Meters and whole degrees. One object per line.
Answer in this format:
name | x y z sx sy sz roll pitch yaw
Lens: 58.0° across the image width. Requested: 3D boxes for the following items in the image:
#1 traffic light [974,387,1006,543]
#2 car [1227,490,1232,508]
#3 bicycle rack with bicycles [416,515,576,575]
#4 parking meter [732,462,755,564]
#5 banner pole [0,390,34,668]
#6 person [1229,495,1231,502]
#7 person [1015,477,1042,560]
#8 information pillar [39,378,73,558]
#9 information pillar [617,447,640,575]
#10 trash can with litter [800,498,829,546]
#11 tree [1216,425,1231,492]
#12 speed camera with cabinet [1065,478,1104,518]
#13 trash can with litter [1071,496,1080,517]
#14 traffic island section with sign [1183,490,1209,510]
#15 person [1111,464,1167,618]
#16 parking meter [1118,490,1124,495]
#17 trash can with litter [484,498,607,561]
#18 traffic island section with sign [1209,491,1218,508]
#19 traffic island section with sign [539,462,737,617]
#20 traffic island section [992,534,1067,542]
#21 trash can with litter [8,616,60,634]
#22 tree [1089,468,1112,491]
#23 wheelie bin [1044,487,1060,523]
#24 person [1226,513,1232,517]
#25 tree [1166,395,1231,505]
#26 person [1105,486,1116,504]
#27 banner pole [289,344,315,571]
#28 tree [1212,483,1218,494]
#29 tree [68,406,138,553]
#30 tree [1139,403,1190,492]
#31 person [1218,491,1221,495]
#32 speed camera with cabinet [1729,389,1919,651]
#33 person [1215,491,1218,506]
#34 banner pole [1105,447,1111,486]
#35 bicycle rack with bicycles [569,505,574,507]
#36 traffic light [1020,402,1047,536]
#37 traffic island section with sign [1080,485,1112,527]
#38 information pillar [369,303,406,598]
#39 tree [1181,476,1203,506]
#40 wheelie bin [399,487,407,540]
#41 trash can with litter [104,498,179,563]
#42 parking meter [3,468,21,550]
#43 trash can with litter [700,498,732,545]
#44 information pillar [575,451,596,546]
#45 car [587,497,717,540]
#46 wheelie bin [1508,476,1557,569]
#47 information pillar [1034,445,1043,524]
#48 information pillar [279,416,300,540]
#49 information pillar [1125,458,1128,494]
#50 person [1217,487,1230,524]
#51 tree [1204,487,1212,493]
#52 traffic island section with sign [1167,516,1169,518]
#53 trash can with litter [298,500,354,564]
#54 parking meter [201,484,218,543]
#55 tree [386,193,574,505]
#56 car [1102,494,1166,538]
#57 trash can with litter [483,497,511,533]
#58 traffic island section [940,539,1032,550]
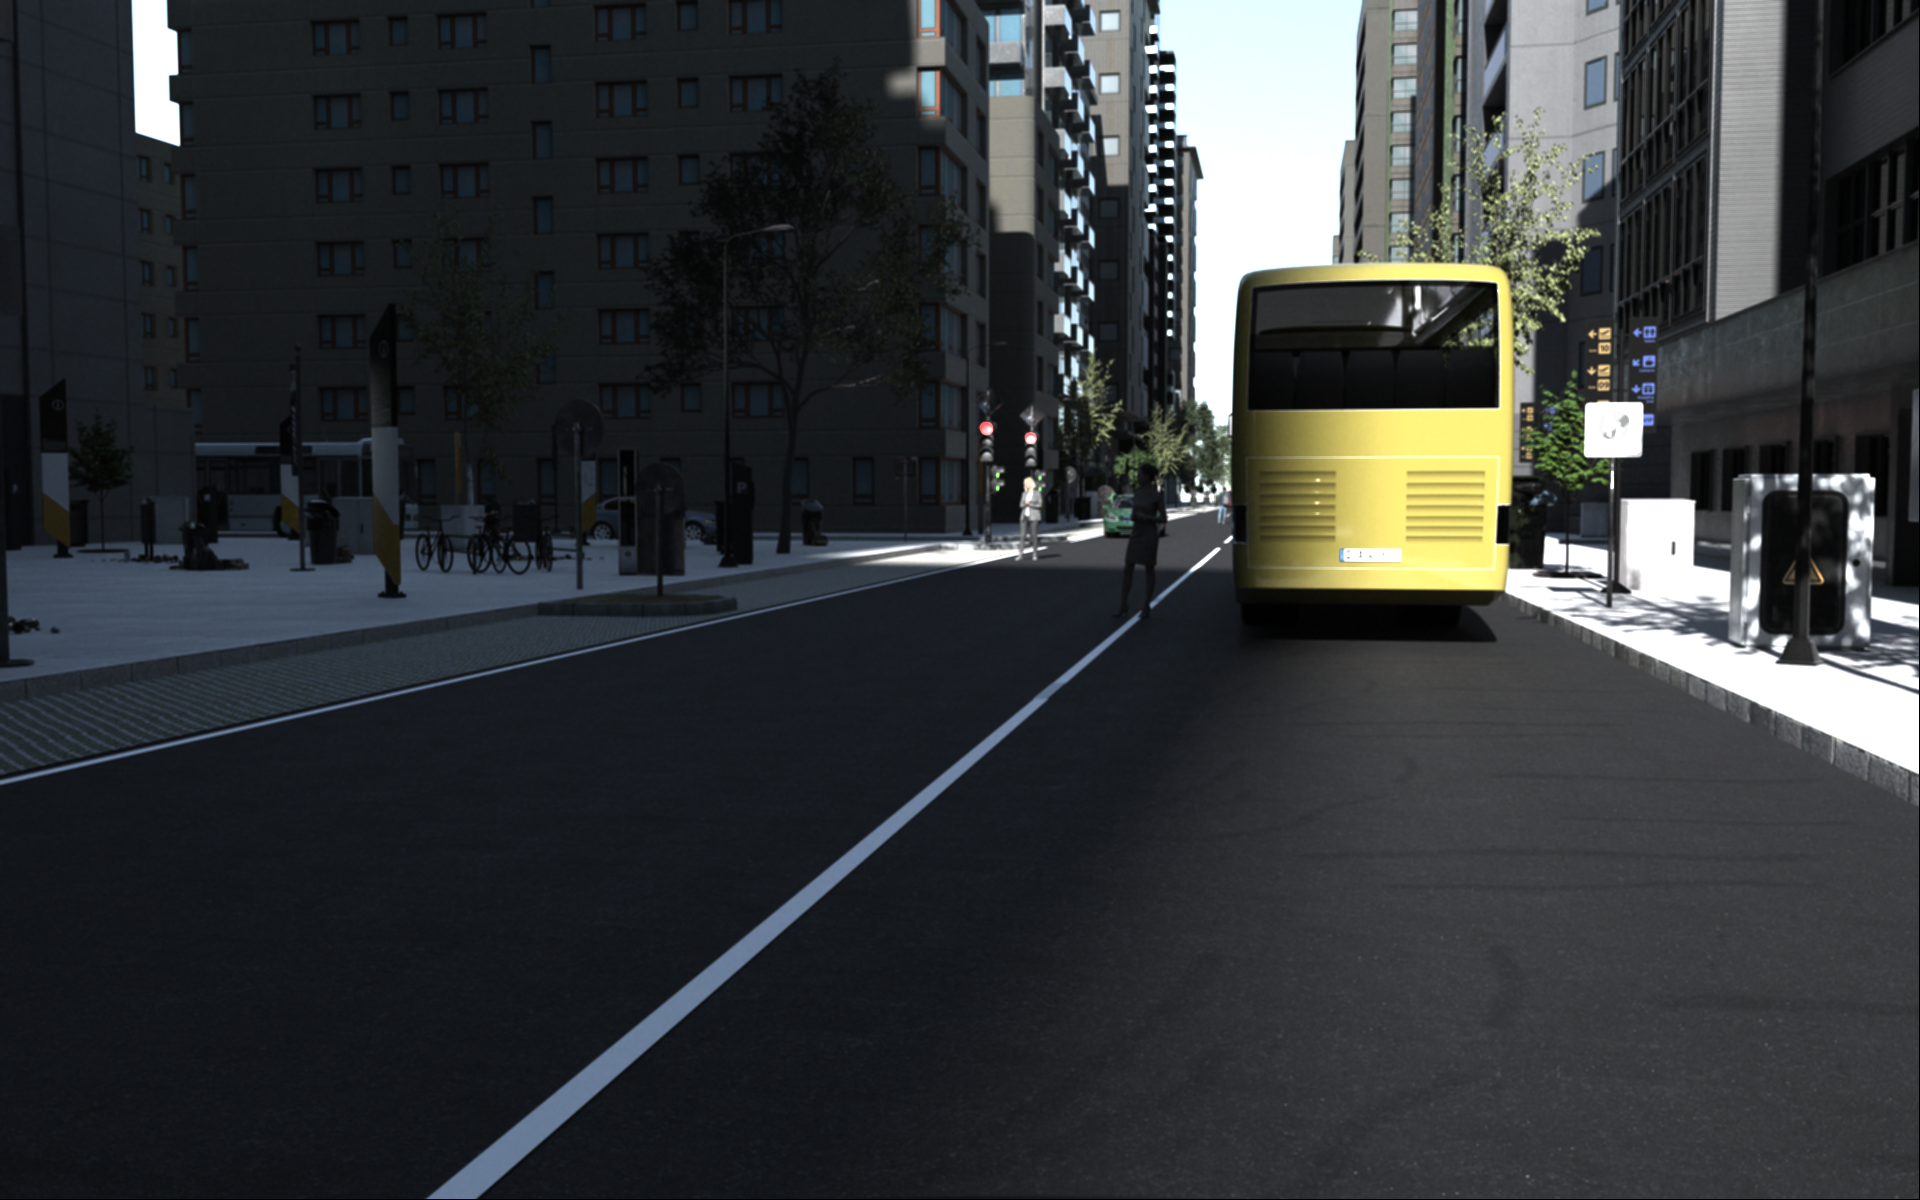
traffic light | 0.759 -3.443 45.211 0.839 4.253 0.868 1 4 11
car | 24.357 -8.831 153.052 2.281 1.827 5.304 1 4 9
bicycle rack with bicycles | -7.506 -0.932 28.625 2.852 0.926 2.925 -2 4 -31
parking meter | -3.953 -1.584 31.615 0.399 1.863 0.255 0 4 0
banner pole | -7.356 -1.403 12.964 0.863 3.779 0.401 2 4 30
person | 19.334 -6.946 121.837 0.659 1.850 0.755 3 4 38
person | 1.524 -1.774 37.681 0.537 1.800 0.526 2 4 35
information pillar | -18.161 -2.656 34.781 0.504 3.616 0.183 -2 4 -35
information pillar | -5.243 -1.403 27.436 0.304 2.012 0.304 0 4 -2
trash can with litter | -3.566 -1.947 43.218 0.624 1.170 1.055 -2 4 -28
tree | 42.926 -22.392 284.227 7.486 12.596 7.792 0 3 0
speed camera with cabinet | 6.647 -5.996 92.368 2.038 3.252 0.660 0 4 7
trash can with litter | 6.443 -5.100 94.773 0.624 1.170 1.055 1 4 10
traffic island section with sign | 20.486 -8.727 151.315 1.989 1.847 2.006 1 4 11
person | 2.085 -0.687 20.075 0.599 1.781 0.374 3 5 44
parking meter | 10.279 -6.248 110.559 0.372 1.533 0.369 0 3 0
trash can with litter | -8.042 -1.386 33.718 2.233 1.210 1.678 0 4 -6
traffic island section with sign | 25.432 -10.348 177.814 1.989 1.847 2.006 1 4 11
traffic island section with sign | -3.811 -0.761 21.071 1.989 1.847 2.006 1 4 11
traffic island section | 2.185 -1.891 53.203 2.009 0.180 2.903 1 4 11
trash can with litter | -9.139 -0.288 15.763 1.678 1.210 2.233 0 4 -6
tree | 10.187 -8.044 126.120 1.663 3.219 1.824 0 3 0
wheelie bin | 4.075 -4.188 76.377 0.693 1.594 0.980 0 4 4
person | 12.637 -3.951 78.595 0.738 1.151 1.012 -1 4 -18
tree | 27.154 -17.396 201.424 9.611 12.733 9.660 0 3 0
person | 6.898 -4.346 79.808 0.600 1.795 0.529 0 4 8
banner pole | -11.156 -2.393 29.143 0.401 3.779 0.863 -2 4 -33
tree | 38.798 -16.512 264.564 1.663 3.219 1.824 0 3 0
tree | -19.030 -2.659 38.081 1.663 3.219 1.824 0 3 0
tree | 16.288 -11.583 139.739 4.737 8.622 4.395 0 3 0
person | 32.147 -12.576 214.208 1.348 1.812 0.705 -3 5 -40
speed camera with cabinet | 7.522 -1.219 14.269 2.038 3.252 0.660 1 4 13
person | 27.204 -10.637 183.143 0.721 1.736 1.217 2 4 29
banner pole | 7.976 -6.318 93.314 0.401 3.779 0.863 -1 4 -16
bicycle rack with bicycles | -11.604 -2.665 56.955 2.852 0.926 2.925 0 4 -3
traffic light | 2.223 -3.923 53.061 0.839 4.253 0.868 1 4 11
traffic island section with sign | 6.301 -4.075 75.248 1.989 1.847 2.006 1 4 11
information pillar | -7.118 -1.841 21.460 0.504 3.616 0.183 3 5 41
tree | 28.357 -13.277 211.687 1.663 3.219 1.824 0 3 0
wheelie bin | -15.923 -2.483 48.512 0.693 1.594 0.980 2 4 27
trash can with litter | -15.405 -1.329 32.783 1.678 1.210 2.233 -2 4 -35
parking meter | -21.661 -2.068 39.524 0.255 1.863 0.399 0 4 4
trash can with litter | -6.095 -1.979 43.745 1.055 1.170 0.624 2 4 28
information pillar | -9.343 -3.168 43.151 0.504 3.616 0.183 0 4 0
car | -8.861 -2.339 50.250 4.499 1.417 2.014 1 4 12
wheelie bin | 9.720 -1.332 29.680 0.980 1.594 0.693 1 4 9
information pillar | 3.369 -5.115 74.991 0.504 3.616 0.183 -2 4 -31
information pillar | -18.622 -3.474 48.154 0.504 3.616 0.183 0 4 -3
information pillar | 10.804 -7.389 112.157 0.183 3.616 0.504 -1 4 -9
person | 12.775 -4.599 84.036 0.623 1.781 0.721 0 4 4
tree | 31.627 -14.266 227.847 1.663 3.219 1.824 0 3 0
traffic island section with sign | 11.274 -5.704 101.893 1.989 1.847 2.006 1 4 11
trash can with litter | -11.677 -1.259 31.974 0.624 1.170 1.055 1 4 9
parking meter | -19.649 -2.259 45.338 0.372 1.533 0.369 0 3 0
tree | -12.083 -5.692 43.420 4.737 8.622 4.395 0 3 0
car | 5.890 -2.832 58.099 2.131 1.459 4.920 1 4 10
trash can with litter | -15.231 -2.794 57.077 1.055 1.170 0.624 2 4 32
traffic island section | 0.721 -1.411 45.353 2.009 0.180 2.903 1 4 11
